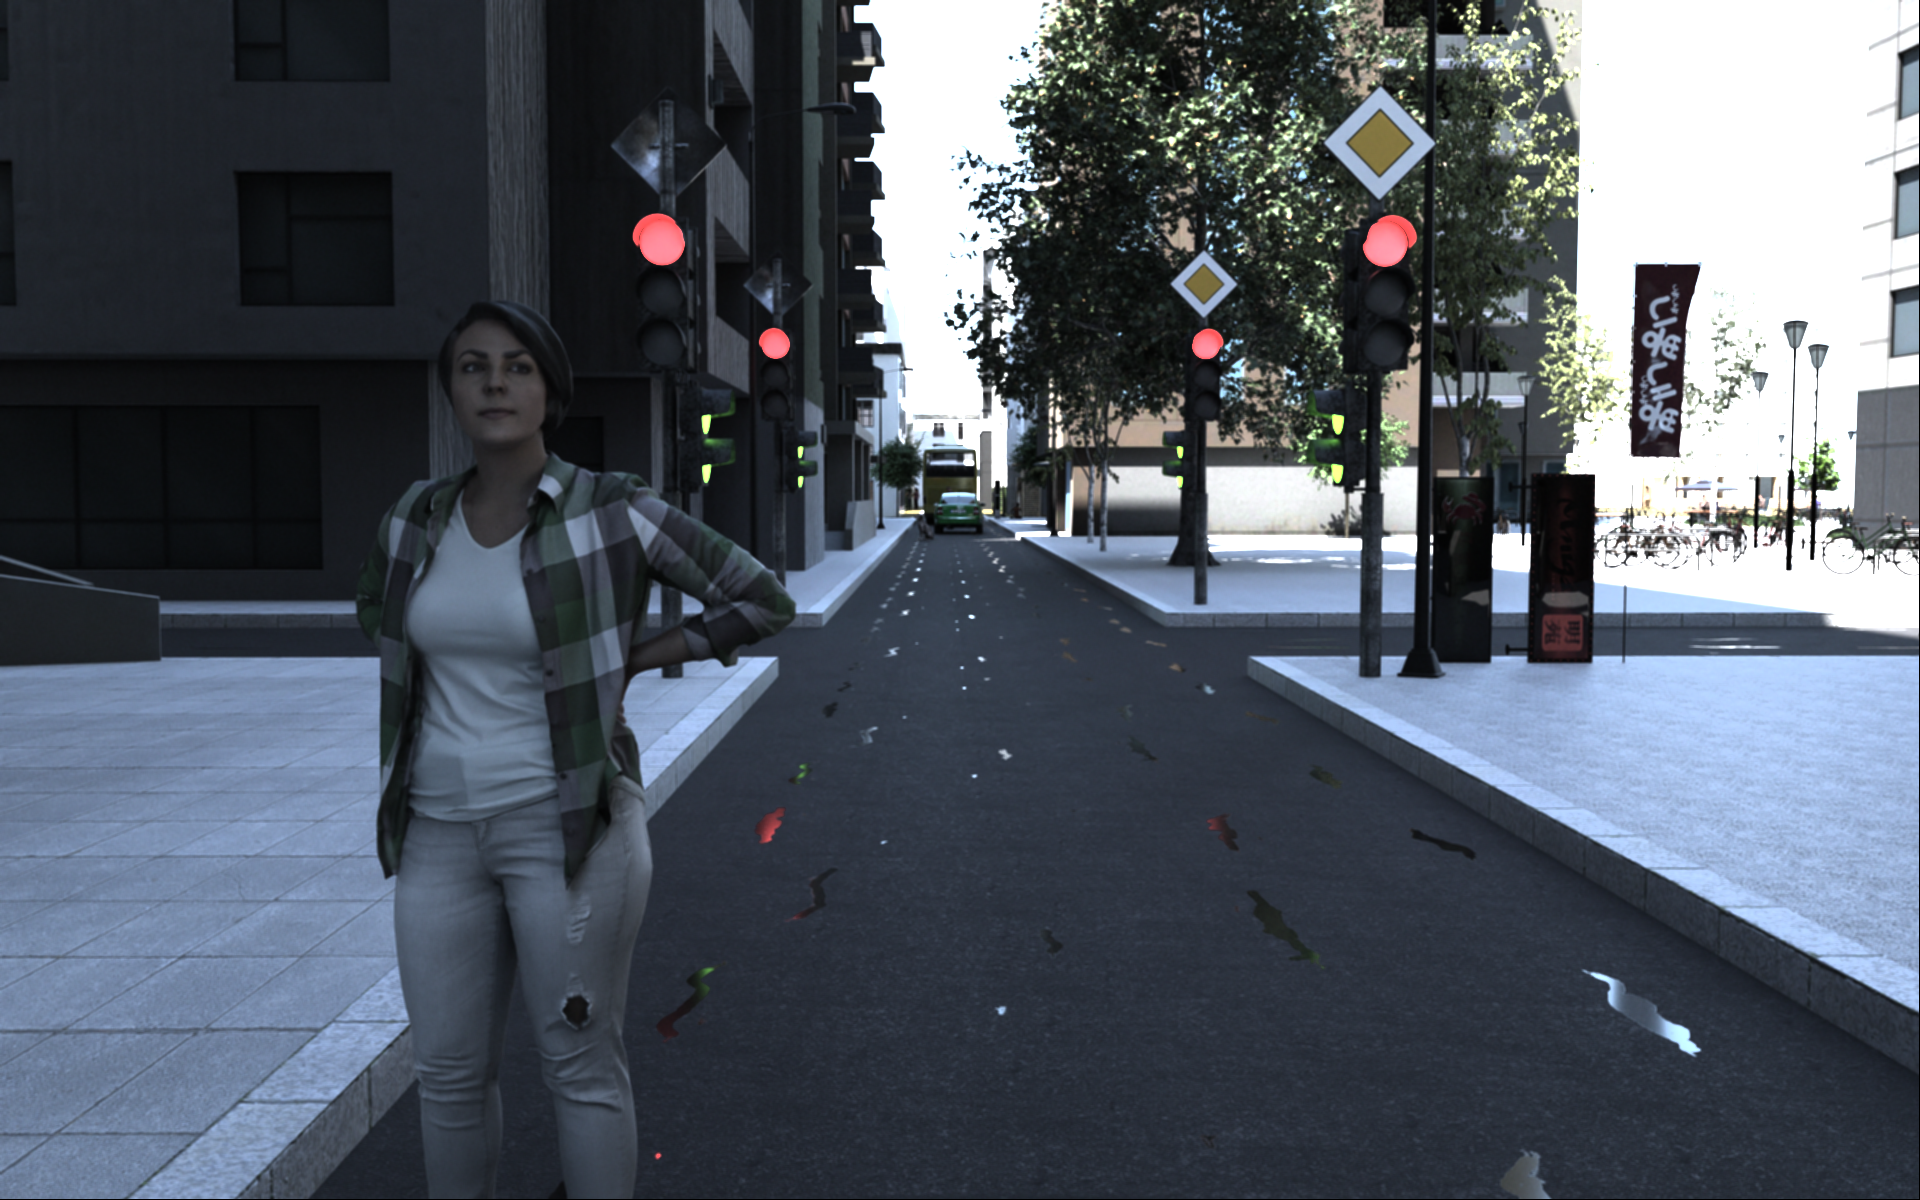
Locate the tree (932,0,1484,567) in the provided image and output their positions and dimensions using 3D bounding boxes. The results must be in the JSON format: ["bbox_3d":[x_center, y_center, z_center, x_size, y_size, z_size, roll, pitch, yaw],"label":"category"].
[{"bbox_3d":[4.204,-6.952,30.680,9.611,12.733,9.660,0,3,0],"label":"tree"}]

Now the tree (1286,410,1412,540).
[{"bbox_3d":[10.987,-4.018,49.400,4.285,4.588,4.351,0,3,0],"label":"tree"}]

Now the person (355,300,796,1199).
[{"bbox_3d":[-0.718,0.388,2.874,0.841,1.734,0.376,2,4,24],"label":"person"}]

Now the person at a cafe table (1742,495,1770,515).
[{"bbox_3d":[39.879,-4.672,87.249,1.726,1.238,1.698,0,4,-6],"label":"person at a cafe table"}]

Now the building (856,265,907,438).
[{"bbox_3d":[-12.310,-17.408,141.045,16.016,20.091,11.380,0,4,-1],"label":"building"}]

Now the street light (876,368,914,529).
[{"bbox_3d":[-2.381,-5.580,63.774,1.470,5.913,1.316,0,4,-1],"label":"street light"}]

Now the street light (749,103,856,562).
[{"bbox_3d":[-1.942,-2.948,20.736,1.470,5.913,1.316,0,4,-1],"label":"street light"}]

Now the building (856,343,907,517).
[{"bbox_3d":[-7.934,-10.281,110.242,9.099,9.664,28.070,0,4,-1],"label":"building"}]

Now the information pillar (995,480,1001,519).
[{"bbox_3d":[1.958,-5.252,90.356,0.304,2.012,0.304,0,4,3],"label":"information pillar"}]

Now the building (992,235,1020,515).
[{"bbox_3d":[11.121,-15.688,122.952,16.747,18.905,31.486,0,4,-1],"label":"building"}]

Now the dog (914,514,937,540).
[{"bbox_3d":[-0.983,-2.281,54.131,0.800,0.831,0.513,1,4,16],"label":"dog"}]

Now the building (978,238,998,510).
[{"bbox_3d":[15.530,-19.020,154.945,27.936,21.610,32.646,0,4,-1],"label":"building"}]

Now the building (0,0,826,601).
[{"bbox_3d":[-9.585,-15.544,25.849,14.160,30.474,14.107,0,4,-1],"label":"building"}]

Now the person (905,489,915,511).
[{"bbox_3d":[-3.978,-7.805,134.369,1.217,1.735,0.721,-3,4,-38],"label":"person"}]

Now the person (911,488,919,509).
[{"bbox_3d":[-3.846,-8.763,149.409,0.705,1.812,1.348,2,4,32],"label":"person"}]

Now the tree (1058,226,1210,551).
[{"bbox_3d":[3.453,-5.403,38.699,4.360,8.622,3.978,0,3,0],"label":"tree"}]

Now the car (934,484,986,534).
[{"bbox_3d":[-0.028,-3.394,64.288,1.959,1.807,4.718,0,4,1],"label":"car"}]

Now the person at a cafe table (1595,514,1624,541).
[{"bbox_3d":[17.723,-2.303,48.508,1.726,1.238,1.698,1,4,21],"label":"person at a cafe table"}]

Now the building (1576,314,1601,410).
[{"bbox_3d":[60.385,-20.276,187.931,11.380,20.091,16.016,0,4,-1],"label":"building"}]

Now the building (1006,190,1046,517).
[{"bbox_3d":[10.778,-14.979,101.324,16.016,20.091,11.380,0,4,-1],"label":"building"}]

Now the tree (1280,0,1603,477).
[{"bbox_3d":[6.622,-4.454,23.186,4.737,8.622,4.395,0,3,0],"label":"tree"}]

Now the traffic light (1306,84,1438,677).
[{"bbox_3d":[2.866,-1.416,12.069,0.839,4.253,0.868,0,4,-1],"label":"traffic light"}]

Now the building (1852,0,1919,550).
[{"bbox_3d":[31.795,-36.165,29.545,20.611,71.187,20.563,0,4,-1],"label":"building"}]

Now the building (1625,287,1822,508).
[{"bbox_3d":[72.277,-18.849,164.599,11.380,20.091,16.016,0,4,-1],"label":"building"}]

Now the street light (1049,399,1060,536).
[{"bbox_3d":[2.328,-4.894,52.555,1.470,5.913,1.316,0,4,-1],"label":"street light"}]

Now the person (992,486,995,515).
[{"bbox_3d":[2.232,-6.194,107.871,0.434,1.755,0.990,-1,4,-17],"label":"person"}]

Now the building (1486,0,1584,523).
[{"bbox_3d":[16.084,-28.147,83.904,21.300,48.544,21.600,0,4,-1],"label":"building"}]

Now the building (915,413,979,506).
[{"bbox_3d":[8.978,-14.803,184.172,28.070,9.664,9.099,0,4,-1],"label":"building"}]

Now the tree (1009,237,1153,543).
[{"bbox_3d":[3.383,-5.811,45.375,4.737,8.622,4.395,0,3,0],"label":"tree"}]

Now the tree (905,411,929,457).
[{"bbox_3d":[-4.875,-12.246,150.586,4.737,8.622,4.395,0,3,0],"label":"tree"}]

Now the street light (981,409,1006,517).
[{"bbox_3d":[1.840,-7.493,95.056,1.470,5.913,1.316,0,4,-1],"label":"street light"}]

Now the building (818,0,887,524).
[{"bbox_3d":[-14.384,-25.503,71.602,22.147,44.769,28.867,0,4,-1],"label":"building"}]

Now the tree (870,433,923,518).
[{"bbox_3d":[-3.336,-6.757,94.185,4.285,4.588,4.351,0,3,0],"label":"tree"}]

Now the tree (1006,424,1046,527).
[{"bbox_3d":[3.462,-5.196,68.672,4.285,4.588,4.351,0,3,0],"label":"tree"}]

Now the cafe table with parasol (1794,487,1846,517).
[{"bbox_3d":[43.345,-5.046,87.369,2.610,1.966,2.610,1,4,11],"label":"cafe table with parasol"}]

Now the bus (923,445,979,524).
[{"bbox_3d":[-0.439,-5.730,85.240,2.896,3.916,12.252,0,3,0],"label":"bus"}]

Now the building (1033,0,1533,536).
[{"bbox_3d":[9.912,-24.953,58.086,14.600,45.320,14.200,0,4,-1],"label":"building"}]

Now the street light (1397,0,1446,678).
[{"bbox_3d":[2.719,-2.417,12.054,1.470,5.913,1.316,0,4,-1],"label":"street light"}]

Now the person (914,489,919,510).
[{"bbox_3d":[-3.650,-8.364,143.475,0.721,1.739,1.217,-1,4,-15],"label":"person"}]

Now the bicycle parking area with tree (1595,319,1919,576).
[{"bbox_3d":[14.938,-2.690,30.977,9.016,4.147,8.231,3,5,43],"label":"bicycle parking area with tree"}]

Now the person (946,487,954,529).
[{"bbox_3d":[-0.456,-3.796,71.256,0.600,1.739,0.565,-2,4,-35],"label":"person"}]

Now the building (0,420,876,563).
[{"bbox_3d":[-18.611,-21.586,44.814,32.217,40.220,23.993,0,4,-1],"label":"building"}]

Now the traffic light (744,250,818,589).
[{"bbox_3d":[-2.078,-1.900,19.987,0.839,4.253,0.868,0,4,-1],"label":"traffic light"}]

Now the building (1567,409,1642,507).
[{"bbox_3d":[52.013,-13.807,167.888,28.070,9.664,9.099,0,4,-1],"label":"building"}]

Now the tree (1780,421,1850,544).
[{"bbox_3d":[22.503,-3.085,45.034,1.663,3.219,1.824,0,3,0],"label":"tree"}]

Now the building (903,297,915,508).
[{"bbox_3d":[-20.154,-18.164,163.447,31.486,18.905,16.747,0,4,-1],"label":"building"}]

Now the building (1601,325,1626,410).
[{"bbox_3d":[71.763,-20.289,188.152,11.380,20.091,16.016,0,4,-1],"label":"building"}]

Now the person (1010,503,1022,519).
[{"bbox_3d":[3.004,-4.646,90.299,0.859,0.850,0.655,2,4,30],"label":"person"}]

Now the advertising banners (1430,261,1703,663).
[{"bbox_3d":[4.534,-1.034,13.087,2.074,3.025,0.090,0,4,1],"label":"advertising banners"}]

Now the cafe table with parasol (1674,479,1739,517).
[{"bbox_3d":[40.650,-5.455,94.061,2.610,1.966,2.610,-2,4,-25],"label":"cafe table with parasol"}]

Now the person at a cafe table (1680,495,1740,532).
[{"bbox_3d":[25.316,-2.925,58.677,1.698,1.238,1.726,1,4,18],"label":"person at a cafe table"}]

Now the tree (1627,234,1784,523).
[{"bbox_3d":[21.594,-6.077,49.727,4.360,8.622,3.978,0,3,0],"label":"tree"}]

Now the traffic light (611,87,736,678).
[{"bbox_3d":[-1.995,-1.412,12.003,0.839,4.253,0.868,0,4,-1],"label":"traffic light"}]

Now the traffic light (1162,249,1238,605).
[{"bbox_3d":[2.783,-1.904,20.054,0.839,4.253,0.868,0,4,-1],"label":"traffic light"}]
